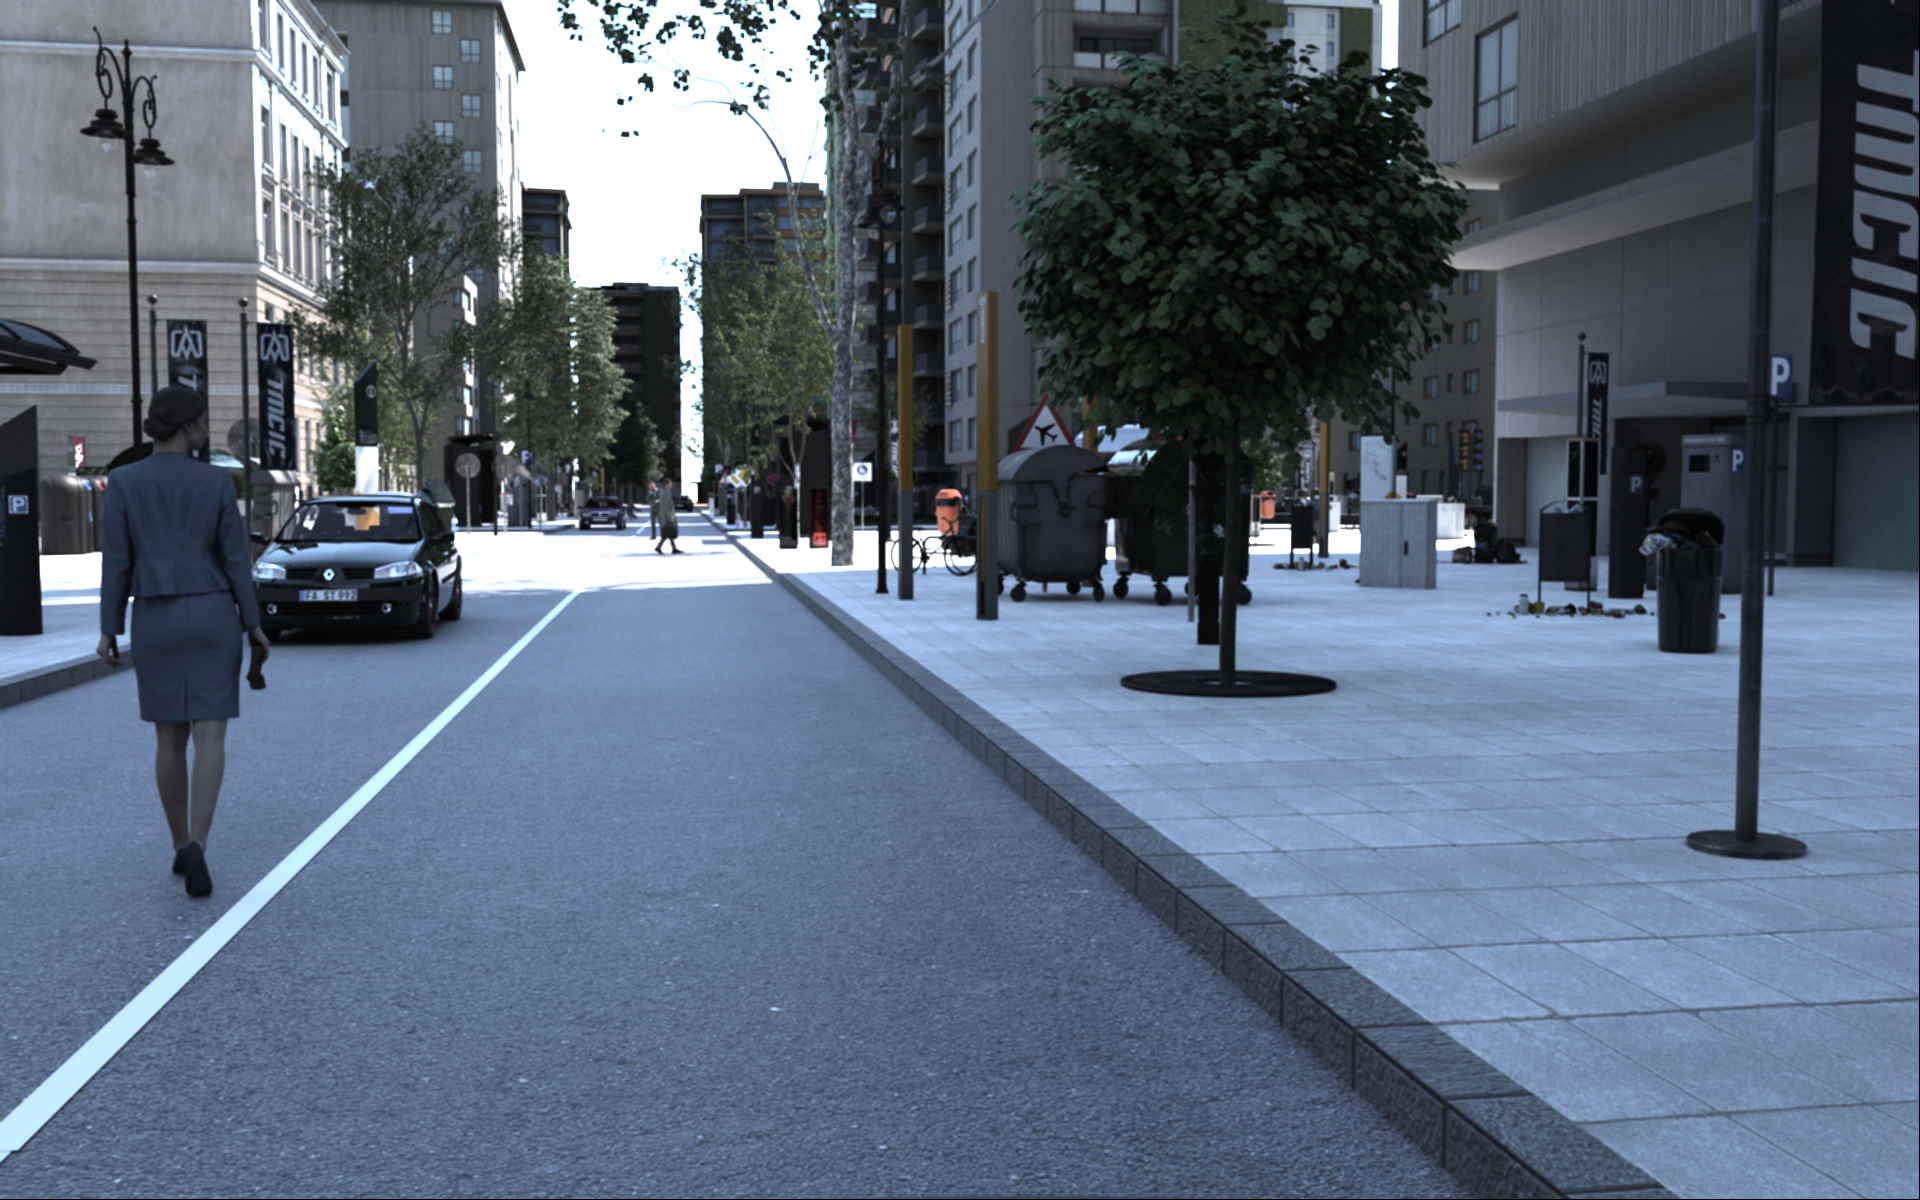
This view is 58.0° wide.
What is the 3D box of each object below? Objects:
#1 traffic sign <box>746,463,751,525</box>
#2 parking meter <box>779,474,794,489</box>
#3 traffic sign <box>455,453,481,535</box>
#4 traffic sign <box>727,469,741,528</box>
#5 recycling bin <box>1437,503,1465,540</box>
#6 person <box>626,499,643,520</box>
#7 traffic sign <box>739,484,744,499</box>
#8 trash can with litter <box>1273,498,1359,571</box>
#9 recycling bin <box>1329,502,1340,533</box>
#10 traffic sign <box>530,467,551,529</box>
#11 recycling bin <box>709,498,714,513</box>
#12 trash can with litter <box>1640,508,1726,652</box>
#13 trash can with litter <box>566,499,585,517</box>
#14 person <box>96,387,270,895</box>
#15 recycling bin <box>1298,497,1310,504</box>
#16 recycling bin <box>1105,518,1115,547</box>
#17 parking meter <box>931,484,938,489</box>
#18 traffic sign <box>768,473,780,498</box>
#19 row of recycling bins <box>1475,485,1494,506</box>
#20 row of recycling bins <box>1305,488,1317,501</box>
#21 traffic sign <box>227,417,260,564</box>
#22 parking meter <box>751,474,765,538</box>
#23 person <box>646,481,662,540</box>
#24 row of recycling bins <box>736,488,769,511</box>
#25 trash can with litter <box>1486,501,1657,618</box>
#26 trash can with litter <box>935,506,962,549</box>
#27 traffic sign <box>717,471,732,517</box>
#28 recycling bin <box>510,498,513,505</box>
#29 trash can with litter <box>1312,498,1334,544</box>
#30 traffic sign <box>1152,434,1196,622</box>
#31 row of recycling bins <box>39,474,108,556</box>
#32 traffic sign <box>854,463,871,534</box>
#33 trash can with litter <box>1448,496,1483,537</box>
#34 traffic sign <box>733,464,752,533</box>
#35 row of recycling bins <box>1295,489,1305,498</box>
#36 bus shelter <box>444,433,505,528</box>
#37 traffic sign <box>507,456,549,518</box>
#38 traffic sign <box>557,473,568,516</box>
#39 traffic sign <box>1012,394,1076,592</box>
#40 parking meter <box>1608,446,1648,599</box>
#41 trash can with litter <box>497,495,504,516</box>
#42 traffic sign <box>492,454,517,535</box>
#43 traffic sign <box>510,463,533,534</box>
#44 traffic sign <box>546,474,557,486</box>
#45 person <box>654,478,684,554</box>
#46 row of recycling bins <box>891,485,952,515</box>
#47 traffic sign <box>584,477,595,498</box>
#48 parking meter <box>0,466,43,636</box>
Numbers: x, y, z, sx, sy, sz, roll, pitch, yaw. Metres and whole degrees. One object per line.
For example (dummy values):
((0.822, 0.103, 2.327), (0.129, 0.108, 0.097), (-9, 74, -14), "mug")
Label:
((-8.590, -4.349, 71.217), (0.768, 2.556, 0.104), (0, 4, -3), "traffic sign")
((-4.879, -2.671, 49.374), (0.399, 1.863, 0.255), (-1, 4, -13), "parking meter")
((-15.320, -3.293, 53.955), (0.768, 2.556, 0.104), (0, 4, -4), "traffic sign")
((-8.397, -3.769, 65.270), (0.795, 2.450, 0.064), (-1, 4, -9), "traffic sign")
((13.674, -2.209, 48.670), (0.722, 1.027, 0.722), (-3, 4, -37), "recycling bin")
((-18.280, -5.038, 96.366), (1.012, 1.151, 0.738), (2, 4, 34), "person")
((-13.288, -6.356, 106.054), (0.606, 2.300, 0.079), (0, 4, -2), "traffic sign")
((6.229, -1.147, 29.810), (2.233, 1.210, 1.678), (-3, 4, -38), "trash can with litter")
((12.227, -2.747, 57.471), (0.722, 1.027, 0.722), (1, 4, 16), "recycling bin")
((-15.551, -3.700, 64.132), (0.795, 2.450, 0.064), (-1, 4, -9), "traffic sign")
((-16.908, -6.572, 120.009), (0.722, 1.027, 0.722), (-3, 5, -43), "recycling bin")
((5.992, -0.179, 14.313), (0.624, 1.170, 1.055), (2, 4, 27), "trash can with litter")
((-21.643, -5.262, 97.424), (0.624, 1.170, 1.055), (2, 4, 25), "trash can with litter")
((-2.850, 0.136, 6.305), (0.581, 1.822, 0.654), (-1, 4, -8), "person")
((25.399, -7.058, 127.948), (0.722, 1.027, 0.722), (2, 4, 24), "recycling bin")
((3.845, -1.804, 42.048), (0.722, 1.027, 0.722), (-2, 4, -35), "recycling bin")
((-1.438, -5.608, 97.401), (0.255, 1.863, 0.399), (-2, 4, -32), "parking meter")
((-11.540, -6.556, 107.301), (0.768, 2.556, 0.104), (0, 4, -6), "traffic sign")
((23.970, -4.315, 77.657), (1.069, 1.692, 3.534), (0, 4, -2), "row of recycling bins")
((25.443, -6.758, 117.601), (3.534, 1.692, 1.069), (2, 4, 35), "row of recycling bins")
((-11.749, -1.752, 28.749), (0.768, 2.556, 0.104), (-1, 4, -8), "traffic sign")
((-5.878, -2.730, 50.352), (0.399, 1.863, 0.255), (0, 4, -4), "parking meter")
((-9.550, -2.823, 54.455), (0.655, 1.846, 0.447), (1, 4, 9), "person")
((-14.645, -7.069, 122.697), (1.069, 1.692, 3.534), (-3, 4, -39), "row of recycling bins")
((6.803, -0.444, 18.323), (2.233, 1.210, 1.678), (1, 4, 23), "trash can with litter")
((-0.266, -1.775, 40.404), (0.624, 1.170, 1.055), (0, 3, 0), "trash can with litter")
((-12.899, -5.821, 95.182), (0.884, 2.594, 0.081), (0, 4, -6), "traffic sign")
((-29.345, -6.247, 114.699), (0.722, 1.027, 0.722), (0, 4, -1), "recycling bin")
((9.140, -2.024, 44.478), (0.624, 1.170, 1.055), (2, 4, 33), "trash can with litter")
((2.319, -1.058, 17.305), (0.884, 2.594, 0.081), (0, 4, -3), "traffic sign")
((-19.151, -1.870, 37.685), (1.069, 1.692, 3.534), (-1, 4, -11), "row of recycling bins")
((-3.163, -3.303, 56.135), (0.606, 2.300, 0.079), (-1, 4, -9), "traffic sign")
((14.653, -2.498, 51.898), (1.678, 1.210, 2.233), (1, 4, 12), "trash can with litter")
((-7.115, -3.287, 57.388), (0.795, 2.450, 0.064), (-1, 4, -9), "traffic sign")
((25.304, -7.795, 134.565), (3.534, 1.692, 1.069), (1, 4, 12), "row of recycling bins")
((-19.366, -4.775, 69.351), (1.731, 3.624, 6.357), (-1, 4, -9), "bus shelter")
((-23.027, -6.023, 92.346), (2.265, 3.308, 0.079), (0, 4, -3), "traffic sign")
((-23.657, -6.288, 102.920), (0.768, 2.556, 0.104), (0, 4, -3), "traffic sign")
((1.110, -1.382, 22.597), (0.884, 2.594, 0.081), (0, 4, -6), "traffic sign")
((8.223, -0.954, 21.313), (0.399, 1.863, 0.255), (-2, 4, -23), "parking meter")
((-27.262, -5.553, 101.854), (1.678, 1.210, 2.233), (-1, 4, -15), "trash can with litter")
((-14.391, -3.341, 54.727), (0.768, 2.556, 0.104), (0, 4, -6), "traffic sign")
((-14.269, -3.218, 56.250), (0.795, 2.450, 0.064), (-1, 4, -9), "traffic sign")
((-21.202, -5.361, 89.783), (0.606, 2.300, 0.079), (0, 4, -5), "traffic sign")
((-6.970, -2.011, 41.486), (0.767, 1.812, 0.694), (-1, 4, -18), "person")
((-1.885, -4.485, 80.440), (3.534, 1.692, 1.069), (-3, 4, -36), "row of recycling bins")
((-27.301, -7.802, 127.669), (0.768, 2.556, 0.104), (0, 4, -2), "traffic sign")
((-8.589, -0.450, 15.772), (0.372, 1.533, 0.369), (0, 3, 0), "parking meter")
